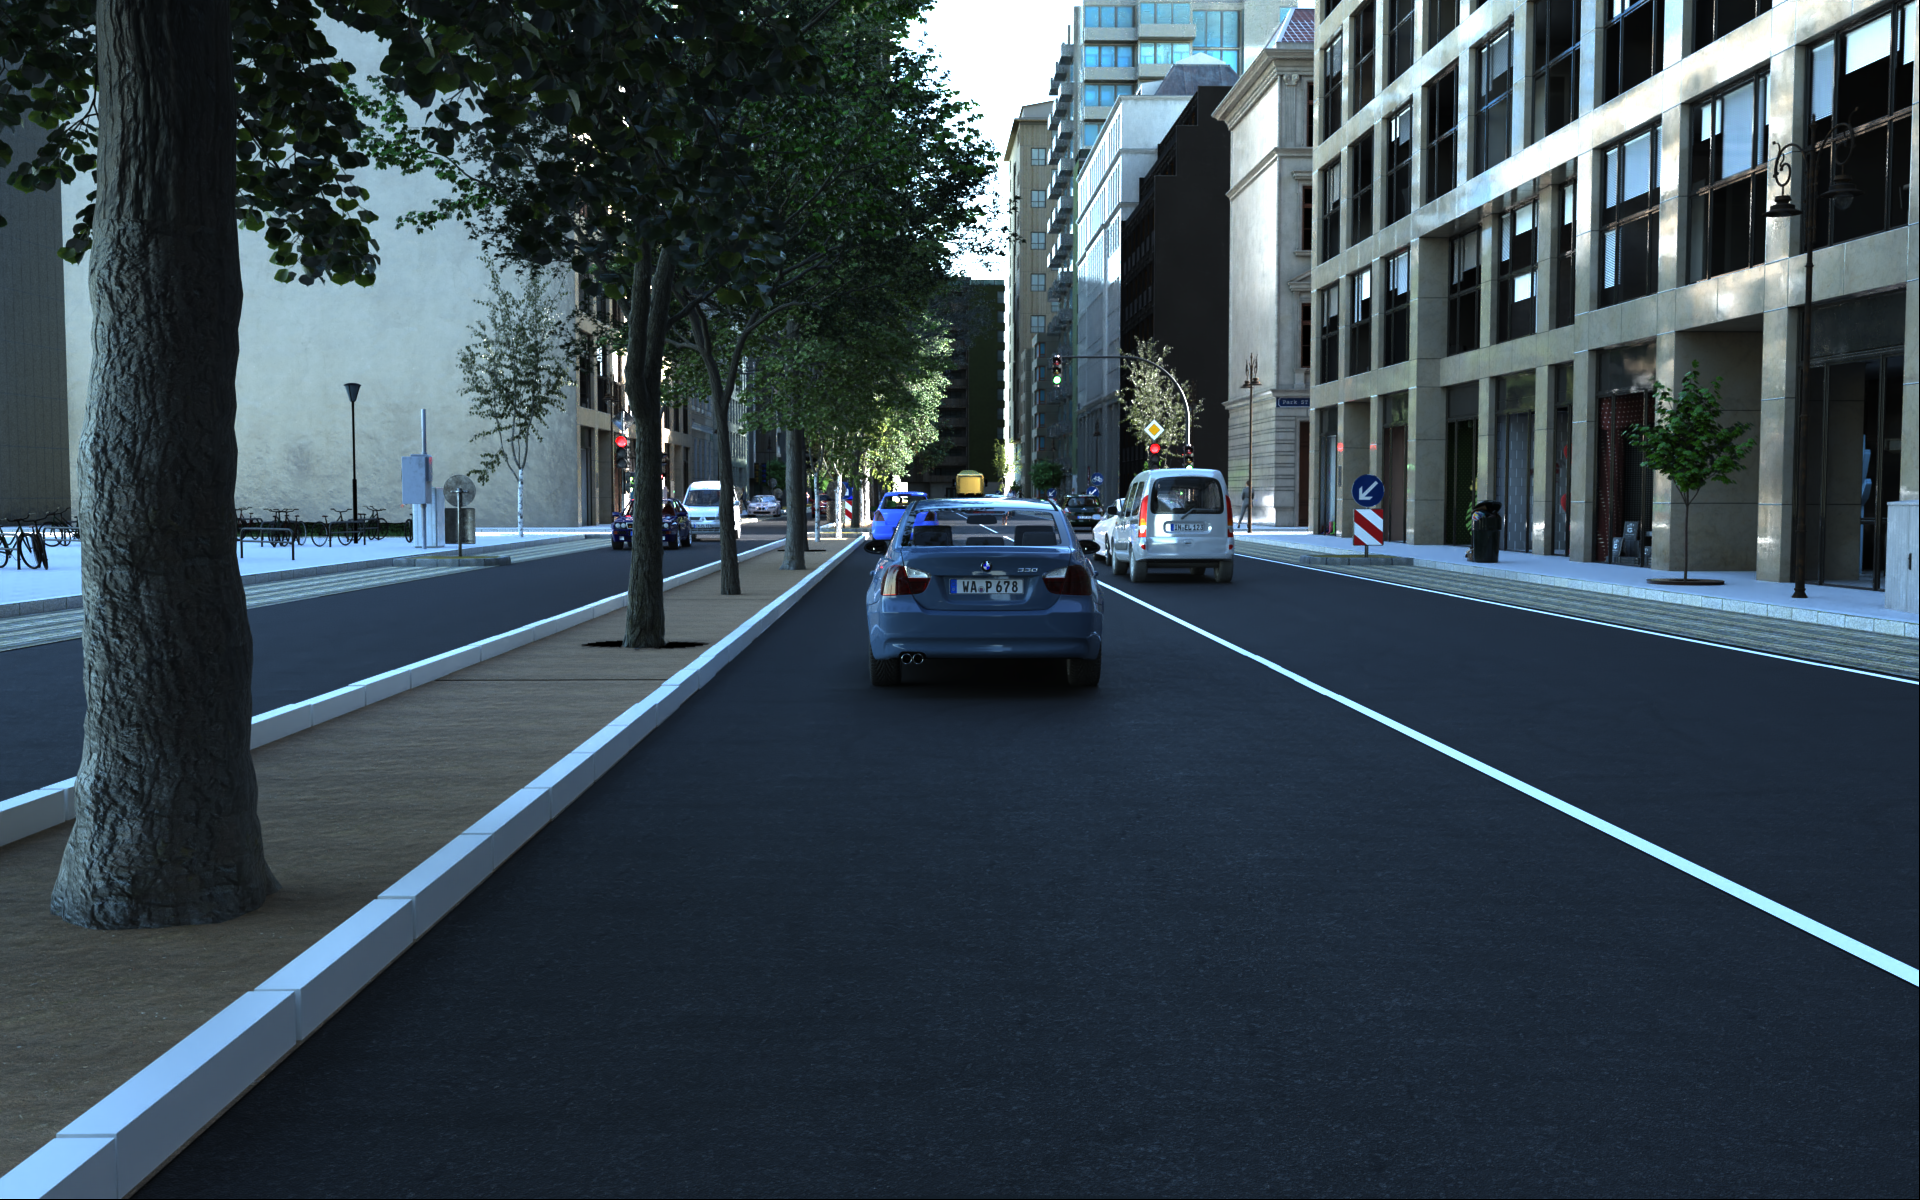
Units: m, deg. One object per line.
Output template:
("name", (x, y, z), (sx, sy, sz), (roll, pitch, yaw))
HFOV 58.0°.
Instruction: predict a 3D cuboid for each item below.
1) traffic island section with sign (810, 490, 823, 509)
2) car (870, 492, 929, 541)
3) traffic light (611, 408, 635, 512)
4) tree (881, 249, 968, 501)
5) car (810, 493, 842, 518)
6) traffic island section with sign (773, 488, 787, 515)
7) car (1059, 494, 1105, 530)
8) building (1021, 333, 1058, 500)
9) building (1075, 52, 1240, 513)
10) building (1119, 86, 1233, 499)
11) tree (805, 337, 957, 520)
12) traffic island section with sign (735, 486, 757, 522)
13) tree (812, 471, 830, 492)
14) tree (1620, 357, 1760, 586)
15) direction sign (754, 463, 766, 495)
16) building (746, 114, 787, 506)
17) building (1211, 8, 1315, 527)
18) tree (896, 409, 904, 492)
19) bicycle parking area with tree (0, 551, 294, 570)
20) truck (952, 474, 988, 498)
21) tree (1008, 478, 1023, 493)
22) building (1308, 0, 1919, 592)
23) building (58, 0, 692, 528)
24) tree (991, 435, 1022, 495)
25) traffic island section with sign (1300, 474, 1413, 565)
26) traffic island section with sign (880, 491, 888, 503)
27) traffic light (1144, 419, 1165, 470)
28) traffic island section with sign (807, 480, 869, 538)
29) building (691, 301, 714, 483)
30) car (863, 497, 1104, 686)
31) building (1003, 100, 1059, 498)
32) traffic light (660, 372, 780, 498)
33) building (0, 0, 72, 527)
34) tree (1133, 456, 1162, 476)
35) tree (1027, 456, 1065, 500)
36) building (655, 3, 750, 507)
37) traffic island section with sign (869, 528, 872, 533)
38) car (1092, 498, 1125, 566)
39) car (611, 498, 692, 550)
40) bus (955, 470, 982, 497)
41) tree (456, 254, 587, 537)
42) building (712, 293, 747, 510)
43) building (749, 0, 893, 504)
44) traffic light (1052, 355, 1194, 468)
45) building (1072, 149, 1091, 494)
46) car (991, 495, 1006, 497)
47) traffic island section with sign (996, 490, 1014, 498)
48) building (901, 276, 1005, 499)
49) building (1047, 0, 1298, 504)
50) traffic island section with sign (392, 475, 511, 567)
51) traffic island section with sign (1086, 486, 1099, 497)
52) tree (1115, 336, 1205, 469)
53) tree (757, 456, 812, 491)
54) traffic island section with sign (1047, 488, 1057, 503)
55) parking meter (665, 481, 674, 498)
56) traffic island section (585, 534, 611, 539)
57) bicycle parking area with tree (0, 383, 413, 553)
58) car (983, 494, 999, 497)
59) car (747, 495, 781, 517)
("traffic island section with sign", (-13.435, -9.688, 167.028), (1.989, 1.847, 2.006), (0, 4, -1))
("car", (-1.414, -2.196, 45.495), (1.945, 1.707, 3.694), (0, 4, -1))
("traffic light", (-10.992, -4.143, 56.664), (0.839, 4.253, 0.868), (0, 4, -1))
("tree", (-6.309, -15.713, 115.260), (12.611, 20.169, 13.585), (0, 3, 0))
("car", (-8.103, -5.929, 105.973), (2.155, 1.783, 4.494), (0, 4, -2))
("traffic island section with sign", (-12.194, -6.587, 116.331), (1.989, 1.847, 2.006), (0, 4, -1))
("car", (4.606, -3.498, 66.976), (2.009, 1.686, 4.222), (0, 4, -2))
("building", (21.714, -21.745, 200.570), (27.650, 21.520, 28.899), (0, 4, -1))
("building", (15.243, -21.263, 125.139), (11.434, 29.767, 29.804), (0, 4, -1))
("building", (16.551, -16.687, 102.514), (12.332, 23.373, 15.834), (0, 4, -1))
("tree", (-4.918, -10.699, 94.388), (9.611, 12.733, 9.660), (0, 3, 0))
("traffic island section with sign", (-11.513, -4.939, 89.384), (1.989, 1.847, 2.006), (0, 4, -1))
("tree", (-17.487, -14.225, 216.293), (4.285, 4.588, 4.351), (0, 3, 0))
("tree", (10.484, -1.835, 24.602), (1.663, 3.219, 1.824), (0, 3, 0))
("direction sign", (-14.543, -8.202, 126.100), (0.876, 3.537, 0.379), (0, 4, -3))
("building", (-24.733, -30.181, 177.047), (14.154, 41.232, 14.086), (0, 4, -1))
("building", (21.883, -14.418, 71.889), (21.152, 22.565, 11.583), (0, 4, -1))
("tree", (-4.362, -7.615, 77.322), (4.737, 8.622, 4.395), (0, 3, 0))
("bicycle parking area with tree", (-17.547, -2.788, 32.578), (8.231, 4.147, 9.016), (-3, 5, -41))
("truck", (0.959, -10.406, 166.058), (3.469, 3.379, 9.791), (0, 4, 0))
("tree", (6.438, -12.905, 205.600), (1.663, 3.219, 1.824), (0, 3, 0))
("building", (21.144, -14.268, 37.802), (19.350, 26.468, 34.151), (0, 4, -1))
("building", (-24.668, -16.995, 82.380), (19.350, 26.468, 34.151), (0, 4, -1))
("tree", (5.717, -16.377, 218.131), (4.737, 8.622, 4.395), (0, 3, 0))
("traffic island section with sign", (8.049, -1.642, 35.474), (1.989, 1.847, 2.006), (0, 4, -1))
("traffic island section with sign", (-6.173, -8.048, 139.722), (2.006, 1.907, 1.989), (0, 4, -1))
("traffic light", (7.265, -4.660, 65.118), (0.839, 4.253, 0.868), (0, 4, -1))
("traffic island section with sign", (-4.126, -3.001, 57.202), (2.006, 1.907, 1.989), (0, 4, -1))
("building", (-23.085, -19.839, 110.278), (13.634, 28.700, 20.117), (0, 4, -1))
("car", (0.186, -0.137, 14.242), (2.014, 1.417, 4.499), (0, 3, 0))
("building", (20.392, -39.810, 240.127), (27.495, 52.752, 28.713), (0, 4, -1))
("traffic light", (-9.101, -5.509, 64.733), (4.771, 5.953, 1.251), (0, 4, -1))
("building", (-47.609, -15.480, 71.116), (19.932, 24.808, 12.078), (0, 4, -1))
("tree", (9.310, -5.581, 85.859), (1.663, 3.219, 1.824), (0, 3, 0))
("tree", (7.396, -10.104, 148.909), (4.285, 4.588, 4.351), (0, 3, 0))
("building", (-29.618, -51.398, 153.036), (22.319, 86.520, 31.000), (0, 4, -1))
("traffic island section with sign", (-4.300, -3.454, 64.607), (2.006, 1.907, 1.989), (0, 4, -1))
("car", (3.832, -1.450, 36.066), (2.083, 1.381, 4.827), (0, 4, -1))
("car", (-8.171, -2.045, 46.010), (1.945, 1.354, 3.894), (0, 4, -2))
("bus", (0.957, -11.424, 178.321), (2.896, 3.916, 12.252), (0, 4, -1))
("tree", (-13.109, -6.185, 51.481), (4.360, 8.622, 3.978), (0, 3, 0))
("building", (-21.964, -16.775, 129.022), (10.420, 20.320, 16.860), (0, 4, -1))
("building", (-19.563, -48.711, 234.682), (20.611, 71.187, 20.563), (0, 4, -1))
("traffic light", (5.374, -5.032, 56.943), (4.771, 5.953, 1.251), (0, 4, -1))
("building", (16.477, -23.019, 148.064), (14.160, 30.474, 14.107), (0, 4, -1))
("car", (2.675, -6.300, 115.372), (2.083, 1.381, 4.827), (0, 4, -1))
("traffic island section with sign", (4.778, -9.692, 167.097), (1.989, 1.847, 2.006), (0, 4, -1))
("building", (-1.126, -28.226, 233.193), (14.107, 30.474, 14.160), (0, 4, -1))
("building", (20.269, -33.667, 170.063), (23.786, 49.044, 30.456), (0, 4, -1))
("traffic island section with sign", (-10.165, -1.606, 34.885), (1.989, 1.847, 2.006), (0, 4, -1))
("traffic island section with sign", (6.704, -4.972, 89.913), (1.989, 1.847, 2.006), (0, 4, -1))
("tree", (9.045, -7.953, 80.387), (4.360, 8.622, 3.978), (0, 3, 0))
("tree", (-15.402, -9.890, 145.422), (4.285, 4.588, 4.351), (0, 3, 0))
("traffic island section with sign", (6.029, -6.620, 116.860), (1.989, 1.847, 2.006), (0, 4, -1))
("parking meter", (-13.284, -4.491, 79.131), (0.399, 1.863, 0.255), (3, 4, 36))
("traffic island section", (-11.032, -2.111, 56.797), (2.009, 0.180, 2.903), (0, 4, -1))
("bicycle parking area with tree", (-18.325, -3.552, 45.076), (8.231, 4.147, 9.016), (1, 4, 21))
("car", (2.512, -7.640, 136.704), (2.131, 1.459, 4.920), (0, 4, -1))
("car", (-12.198, -5.850, 108.009), (2.083, 1.381, 4.827), (0, 4, -2))
